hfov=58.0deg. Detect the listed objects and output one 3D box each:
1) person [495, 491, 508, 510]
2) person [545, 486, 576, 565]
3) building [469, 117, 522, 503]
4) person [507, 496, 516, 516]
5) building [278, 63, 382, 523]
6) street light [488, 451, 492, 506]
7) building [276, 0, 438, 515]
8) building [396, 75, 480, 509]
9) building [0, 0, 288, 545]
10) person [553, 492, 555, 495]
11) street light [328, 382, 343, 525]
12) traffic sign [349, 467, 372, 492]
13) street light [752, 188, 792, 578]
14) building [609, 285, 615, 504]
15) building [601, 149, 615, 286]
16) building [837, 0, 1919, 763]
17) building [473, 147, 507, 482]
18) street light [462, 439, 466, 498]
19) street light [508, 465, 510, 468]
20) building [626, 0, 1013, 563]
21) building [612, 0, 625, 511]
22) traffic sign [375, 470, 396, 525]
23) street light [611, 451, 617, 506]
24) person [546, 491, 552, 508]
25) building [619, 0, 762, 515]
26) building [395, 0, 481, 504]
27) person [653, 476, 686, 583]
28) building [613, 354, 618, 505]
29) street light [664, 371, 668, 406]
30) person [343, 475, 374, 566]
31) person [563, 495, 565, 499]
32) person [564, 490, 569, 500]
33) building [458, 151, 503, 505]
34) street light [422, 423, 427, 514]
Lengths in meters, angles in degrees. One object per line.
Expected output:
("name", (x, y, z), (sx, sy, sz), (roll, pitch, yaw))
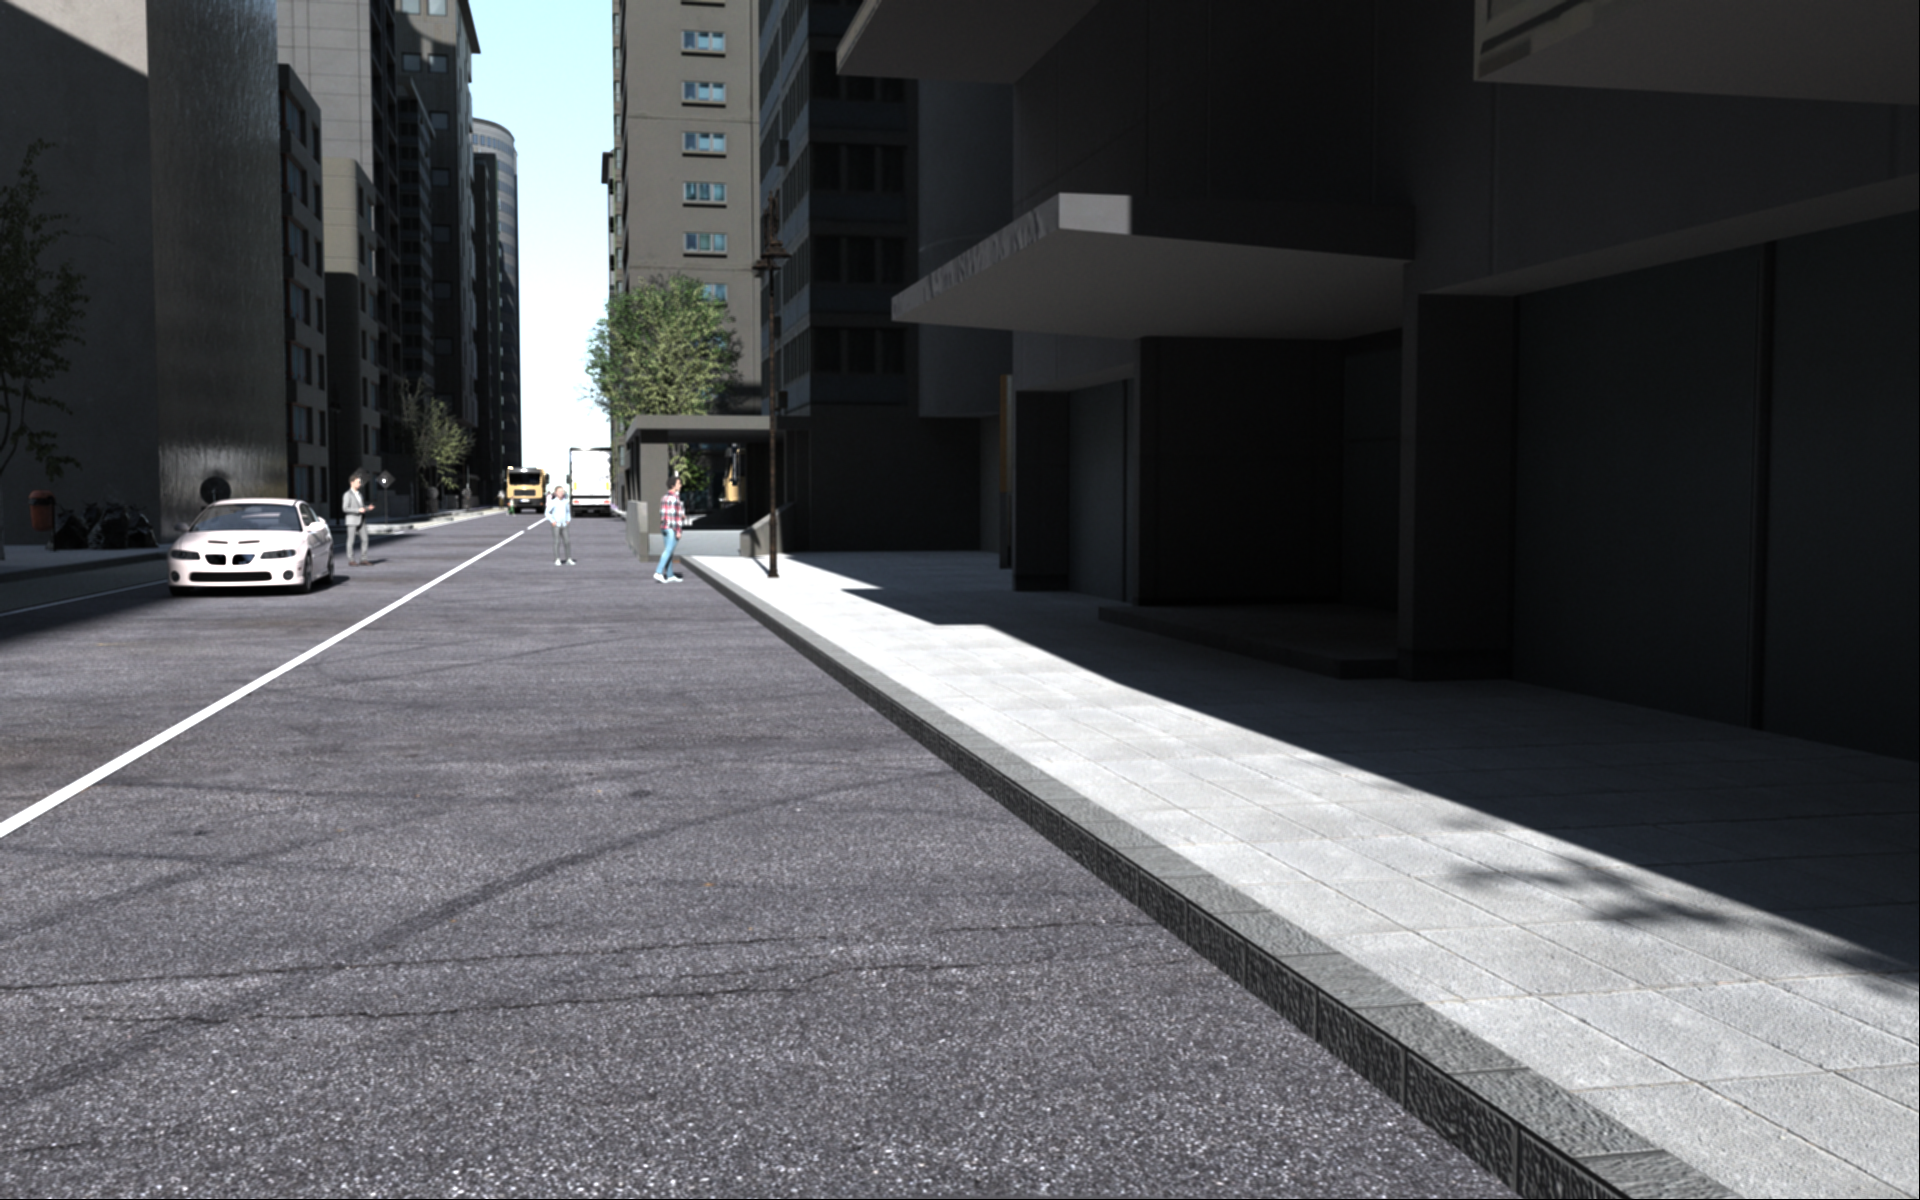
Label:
("person", (-41.404, -8.999, 156.369), (1.217, 1.736, 0.721), (-1, 4, -9))
("person", (-8.060, -1.503, 34.891), (0.589, 1.601, 0.330), (-2, 4, -34))
("building", (-79.171, -44.333, 266.839), (21.231, 58.520, 28.212), (-1, 4, -12))
("person", (-29.560, -6.198, 114.088), (0.590, 1.304, 0.306), (0, 4, -2))
("building", (-43.459, -14.442, 81.166), (27.650, 21.520, 28.899), (-1, 4, -12))
("street light", (-50.069, -12.969, 184.825), (0.468, 5.910, 1.993), (-1, 4, -12))
("building", (-45.611, -41.246, 112.624), (20.563, 71.187, 20.611), (-1, 4, -12))
("building", (-59.658, -28.149, 152.124), (32.217, 40.220, 23.993), (-1, 4, -12))
("building", (-38.968, -14.960, 49.105), (34.151, 26.468, 19.350), (-1, 4, -12))
("person", (-63.182, -15.876, 268.792), (1.217, 1.743, 0.721), (2, 4, 27))
("street light", (-25.686, -6.028, 71.344), (0.468, 5.910, 1.993), (-1, 4, -12))
("traffic sign", (-21.922, -3.653, 63.370), (0.795, 2.450, 0.064), (-1, 4, -12))
("street light", (-2.876, -3.286, 26.514), (0.468, 5.910, 1.993), (-1, 4, -12))
("building", (-41.450, -28.663, 240.336), (14.160, 30.474, 14.107), (-1, 4, -12))
("building", (-39.163, -41.121, 261.568), (28.713, 52.752, 27.495), (-1, 4, -12))
("building", (14.086, -25.842, 11.763), (28.713, 52.752, 27.495), (-1, 4, -12))
("building", (-74.705, -37.796, 237.570), (23.786, 49.044, 30.456), (-1, 4, -12))
("street light", (-41.752, -10.580, 145.767), (0.468, 5.910, 1.993), (-1, 4, -12))
("street light", (-59.222, -15.584, 227.586), (0.468, 5.910, 1.993), (-1, 4, -12))
("building", (7.593, -21.610, 45.202), (32.217, 40.220, 23.993), (-1, 4, -12))
("building", (-20.957, -27.971, 140.925), (14.154, 41.232, 14.086), (-1, 4, -12))
("traffic sign", (-23.595, -4.131, 71.178), (0.795, 2.450, 0.064), (-1, 4, -12))
("street light", (-36.167, -12.807, 182.189), (0.468, 5.910, 1.993), (-1, 4, -12))
("person", (-37.105, -9.008, 156.443), (0.621, 1.740, 0.551), (1, 4, 18))
("building", (-11.736, -30.128, 116.292), (21.300, 48.544, 21.600), (-1, 4, -12))
("building", (-64.364, -36.004, 177.901), (28.713, 52.752, 27.495), (-1, 4, -12))
("person", (-4.736, -1.153, 28.189), (0.643, 1.720, 0.563), (-2, 4, -27))
("building", (-25.007, -21.503, 196.605), (27.650, 21.520, 28.899), (-1, 4, -12))
("street light", (-11.042, -5.655, 65.245), (0.468, 5.910, 1.993), (-1, 4, -12))
("person", (-12.000, -1.584, 34.594), (0.583, 1.804, 0.606), (1, 4, 11))
("person", (-40.688, -10.177, 178.115), (0.599, 1.433, 0.991), (-3, 4, -39))
("person", (-42.737, -10.958, 187.643), (1.348, 1.826, 0.705), (3, 4, 38))
("building", (-60.804, -31.620, 200.584), (14.154, 41.232, 14.086), (-1, 4, -12))
("street light", (-34.205, -8.433, 110.671), (0.468, 5.910, 1.993), (-1, 4, -12))
